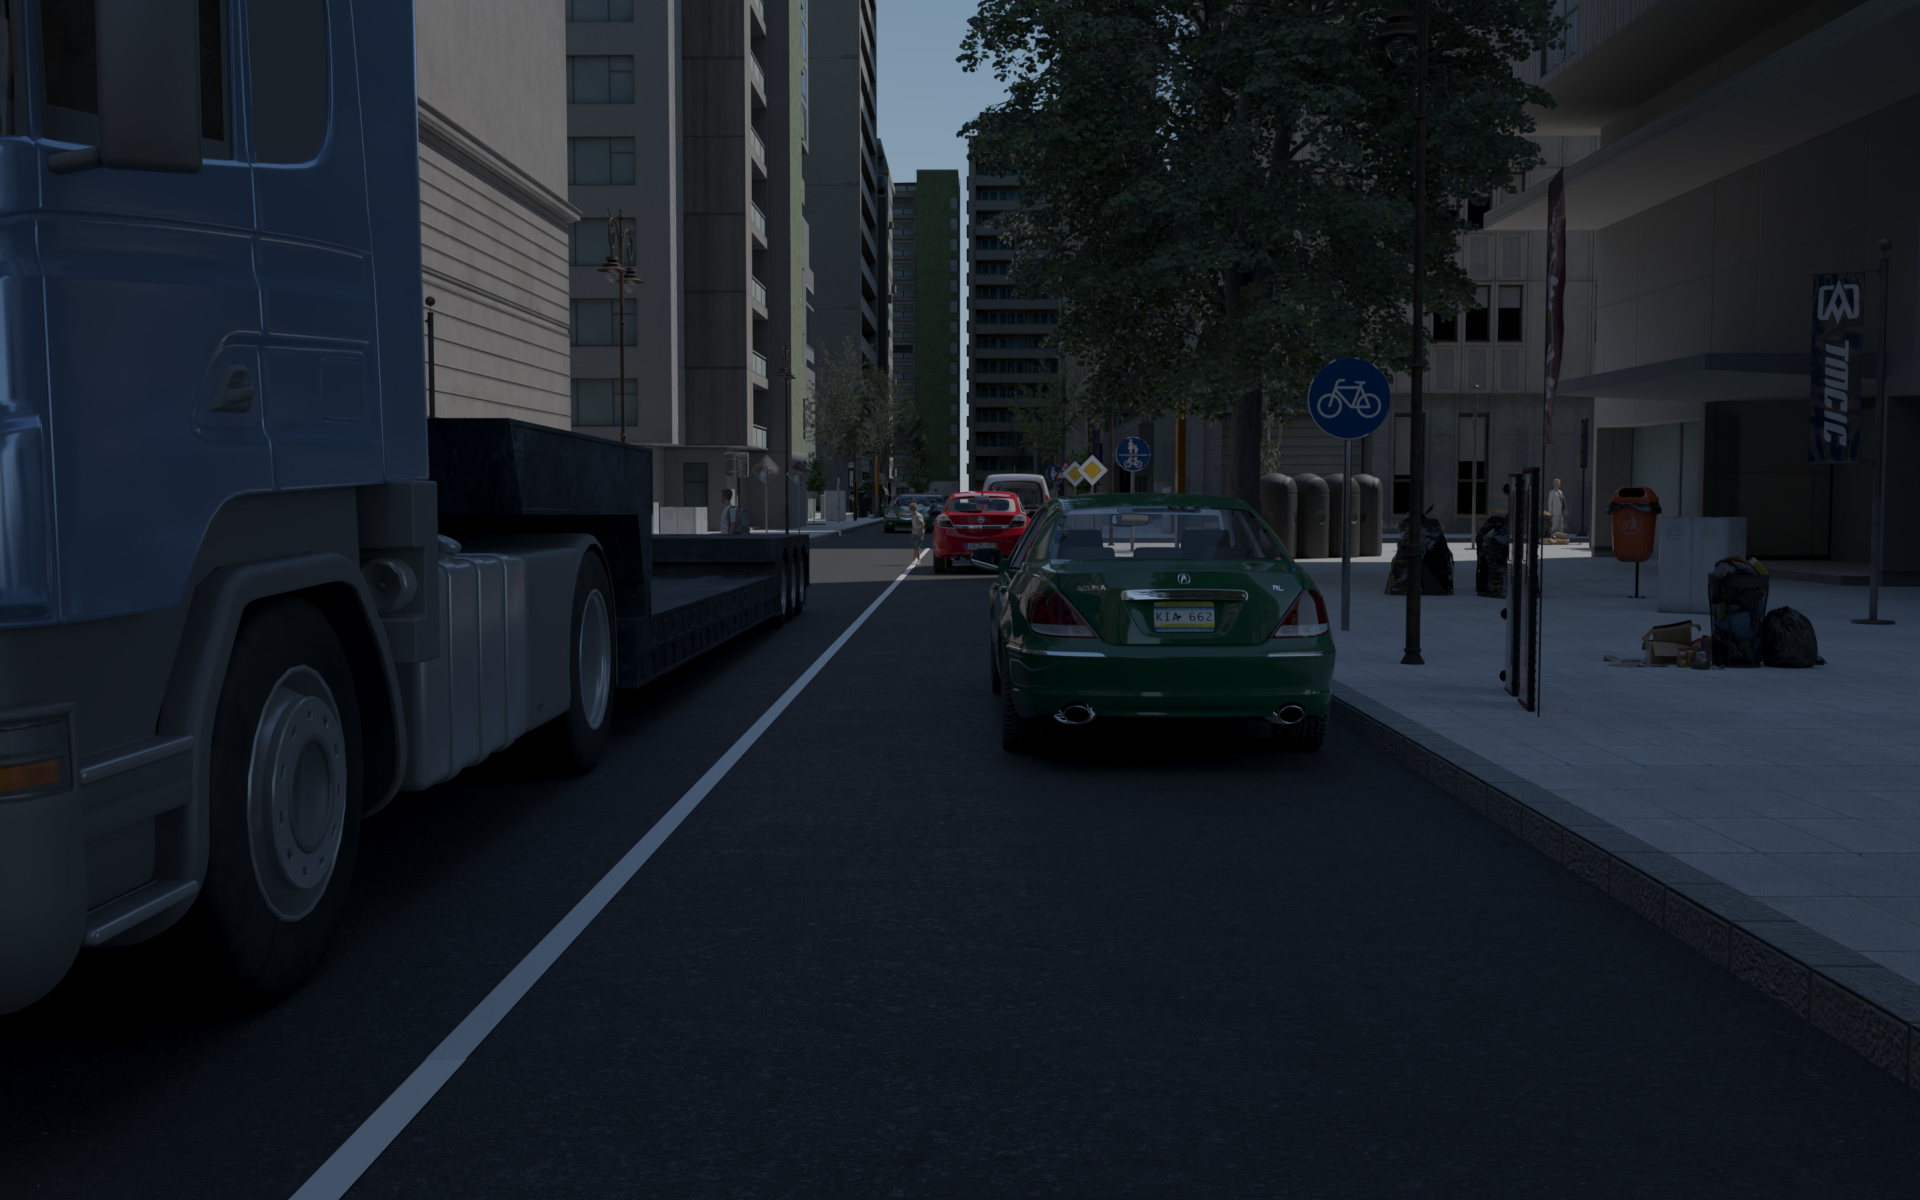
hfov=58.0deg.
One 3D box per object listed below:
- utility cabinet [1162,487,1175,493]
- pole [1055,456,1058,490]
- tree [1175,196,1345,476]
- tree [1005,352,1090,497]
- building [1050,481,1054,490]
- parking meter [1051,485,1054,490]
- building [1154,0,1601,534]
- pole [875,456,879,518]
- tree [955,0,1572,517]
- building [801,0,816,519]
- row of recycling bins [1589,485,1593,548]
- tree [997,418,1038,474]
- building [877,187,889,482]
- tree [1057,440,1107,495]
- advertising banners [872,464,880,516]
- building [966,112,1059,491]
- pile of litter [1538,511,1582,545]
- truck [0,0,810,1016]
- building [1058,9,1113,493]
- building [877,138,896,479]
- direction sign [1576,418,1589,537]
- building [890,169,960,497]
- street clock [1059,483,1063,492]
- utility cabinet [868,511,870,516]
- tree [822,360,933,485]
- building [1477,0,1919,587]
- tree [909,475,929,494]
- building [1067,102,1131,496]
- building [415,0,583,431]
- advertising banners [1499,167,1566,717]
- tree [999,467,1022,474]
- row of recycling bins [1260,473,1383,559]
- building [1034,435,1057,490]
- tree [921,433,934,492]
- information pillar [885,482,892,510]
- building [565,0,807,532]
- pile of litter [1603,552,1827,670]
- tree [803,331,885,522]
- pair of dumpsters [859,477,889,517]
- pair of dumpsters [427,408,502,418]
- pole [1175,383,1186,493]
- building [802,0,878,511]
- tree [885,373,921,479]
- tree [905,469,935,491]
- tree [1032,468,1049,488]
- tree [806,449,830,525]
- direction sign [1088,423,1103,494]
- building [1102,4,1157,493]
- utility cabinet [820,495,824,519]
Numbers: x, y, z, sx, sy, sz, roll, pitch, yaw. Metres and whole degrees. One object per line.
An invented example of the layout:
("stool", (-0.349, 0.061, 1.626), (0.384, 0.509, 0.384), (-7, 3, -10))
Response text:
("utility cabinet", (6.820, -2.926, 56.513), (0.318, 1.500, 1.173), (1, 4, 17))
("pole", (5.081, -5.962, 91.320), (0.158, 3.312, 0.155), (0, 3, 0))
("tree", (7.029, -5.506, 40.390), (4.360, 8.622, 3.978), (0, 3, 0))
("tree", (4.616, -8.366, 87.151), (4.737, 8.622, 4.395), (0, 3, 0))
("building", (18.865, -43.948, 156.801), (20.563, 71.187, 20.611), (0, 4, 1))
("parking meter", (5.897, -6.288, 108.524), (0.399, 1.863, 0.255), (-3, 5, -42))
("building", (17.369, -14.819, 60.316), (19.932, 24.808, 12.078), (0, 4, 1))
("pole", (-4.421, -6.032, 92.471), (0.158, 3.312, 0.155), (0, 3, 0))
("tree", (4.110, -7.246, 25.134), (9.857, 13.997, 8.962), (0, 3, 0))
("building", (-18.799, -47.837, 94.814), (22.319, 86.520, 31.000), (0, 4, 1))
("row of recycling bins", (15.343, -1.999, 39.802), (1.069, 1.692, 3.534), (0, 4, 2))
("tree", (5.388, -13.022, 163.268), (4.360, 8.622, 3.978), (0, 3, 0))
("building", (-13.779, -23.520, 156.250), (14.160, 30.474, 14.107), (0, 4, 1))
("tree", (4.569, -4.148, 62.419), (1.663, 3.219, 1.824), (0, 3, 0))
("advertising banners", (-4.973, -6.455, 101.729), (0.090, 3.025, 2.074), (1, 4, 12))
("building", (11.661, -36.666, 223.183), (21.600, 48.544, 21.300), (0, 4, 1))
("pile of litter", (14.932, -1.831, 43.903), (1.719, 0.858, 1.176), (1, 4, 12))
("truck", (-3.071, -1.355, 11.910), (2.967, 4.110, 18.799), (0, 3, 0))
("building", (14.964, -27.942, 140.444), (14.154, 41.232, 14.086), (0, 4, 1))
("building", (-19.045, -30.117, 184.297), (23.993, 40.220, 32.217), (0, 4, 1))
("direction sign", (18.840, -3.690, 52.325), (0.379, 3.537, 0.876), (1, 4, 8))
("building", (-6.962, -32.852, 220.720), (14.086, 41.232, 14.154), (0, 4, 1))
("street clock", (6.423, -6.405, 109.291), (0.358, 2.002, 0.471), (-2, 4, -25))
("utility cabinet", (-5.778, -5.638, 103.342), (0.306, 1.237, 1.020), (2, 4, 30))
("tree", (-5.301, -11.353, 120.036), (7.601, 10.594, 8.767), (2, 4, 28))
("building", (23.847, -26.437, 21.484), (28.713, 52.752, 27.495), (0, 4, 1))
("tree", (-4.098, -10.942, 173.504), (1.663, 3.219, 1.824), (0, 3, 0))
("building", (17.253, -18.681, 109.956), (19.350, 26.468, 34.151), (0, 4, 1))
("building", (-20.673, -11.763, 34.132), (24.055, 21.916, 13.314), (0, 4, 1))
("advertising banners", (3.417, -0.867, 10.364), (0.090, 3.025, 2.074), (1, 4, 11))
("tree", (5.908, -13.489, 204.266), (4.285, 4.588, 4.351), (0, 3, 0))
("row of recycling bins", (7.289, -1.702, 34.945), (3.534, 1.692, 1.069), (-3, 4, -39))
("building", (19.522, -53.221, 182.837), (22.319, 86.520, 31.000), (0, 4, 1))
("tree", (-4.530, -14.374, 185.375), (4.360, 8.622, 3.978), (0, 3, 0))
("information pillar", (-4.212, -5.944, 101.672), (0.304, 2.012, 0.304), (-2, 4, -29))
("building", (-13.200, -23.068, 60.764), (14.154, 41.232, 14.086), (0, 4, 1))
("pile of litter", (5.720, 0.052, 13.117), (1.719, 0.858, 1.176), (1, 4, 10))
("tree", (-5.551, -7.832, 78.413), (4.360, 8.622, 3.978), (0, 3, 0))
("pair of dumpsters", (-4.836, -5.759, 96.651), (1.574, 2.255, 4.437), (0, 4, 0))
("pair of dumpsters", (-5.740, -0.965, 18.269), (1.574, 2.255, 4.437), (0, 4, 1))
("pole", (3.998, -2.297, 31.391), (0.158, 3.312, 0.155), (0, 3, 0))
("building", (-17.835, -31.426, 137.514), (21.300, 48.544, 21.600), (0, 4, 1))
("tree", (-4.705, -9.503, 105.741), (4.360, 8.622, 3.978), (0, 3, 0))
("tree", (-4.579, -13.219, 199.837), (4.285, 4.588, 4.351), (0, 3, 0))
("tree", (5.745, -8.221, 129.021), (1.663, 3.219, 1.824), (0, 3, 0))
("tree", (-5.992, -4.739, 72.091), (1.663, 3.219, 1.824), (0, 3, 0))
("direction sign", (4.278, -3.874, 55.330), (0.379, 3.537, 0.876), (-1, 4, -18))
("building", (14.562, -17.578, 80.916), (14.314, 27.812, 24.014), (0, 4, 1))
("utility cabinet", (-6.808, -4.838, 90.265), (0.306, 1.237, 1.020), (3, 5, 41))
